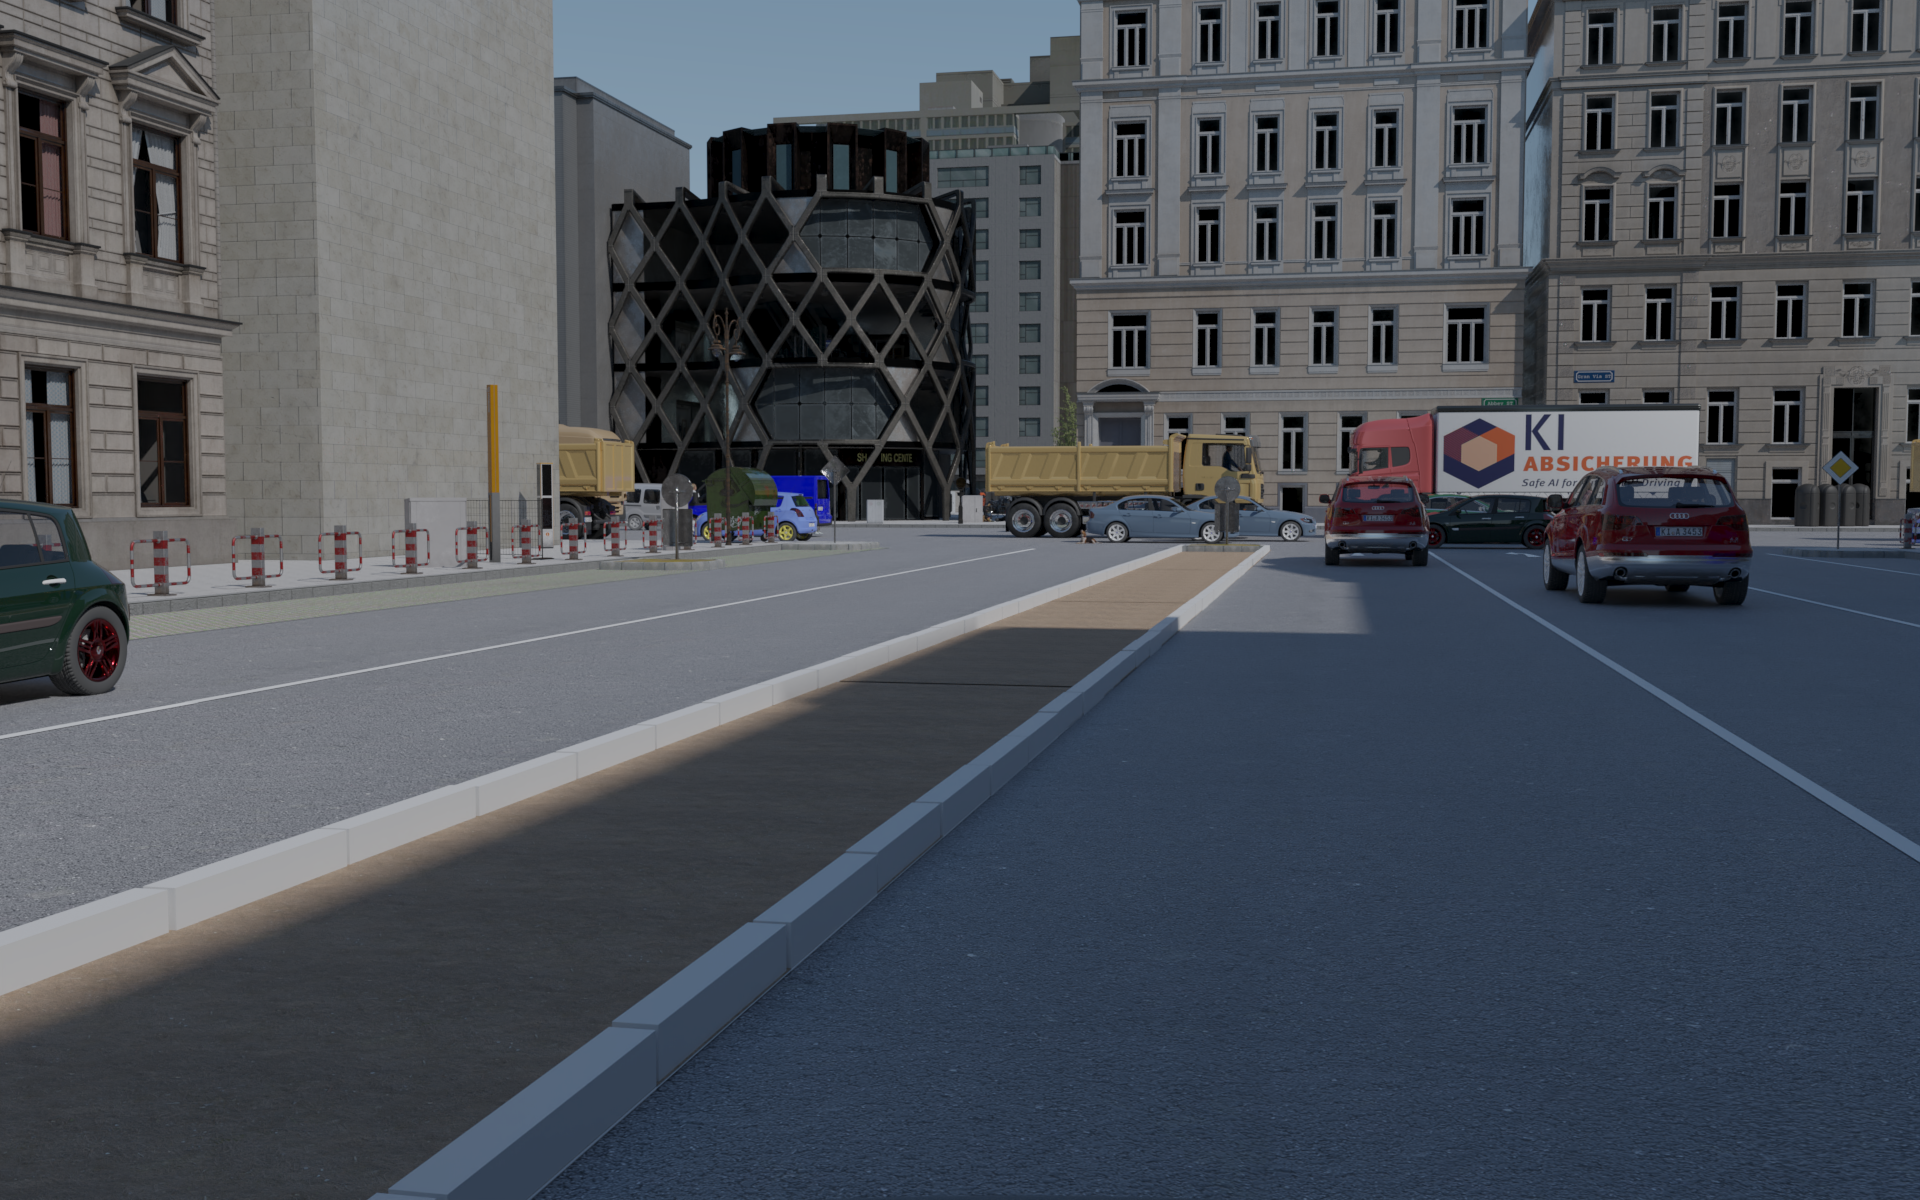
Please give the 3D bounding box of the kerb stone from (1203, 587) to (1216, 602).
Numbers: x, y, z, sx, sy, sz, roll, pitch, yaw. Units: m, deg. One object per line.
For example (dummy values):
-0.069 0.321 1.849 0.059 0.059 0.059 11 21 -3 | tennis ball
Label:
3.241 -0.036 22.790 0.120 0.150 1.000 1 4 12 | kerb stone

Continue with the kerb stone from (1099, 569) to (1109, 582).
2.271 -0.370 28.264 0.120 0.150 1.000 1 4 12 | kerb stone

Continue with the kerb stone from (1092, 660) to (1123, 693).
1.061 0.583 12.733 0.120 0.150 1.000 1 4 12 | kerb stone

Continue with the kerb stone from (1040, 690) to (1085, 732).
0.627 0.702 10.719 0.120 0.150 1.000 1 4 12 | kerb stone

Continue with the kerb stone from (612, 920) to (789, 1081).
-0.682 1.071 4.690 0.120 0.150 1.000 1 4 12 | kerb stone

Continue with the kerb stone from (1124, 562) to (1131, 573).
2.924 -0.555 31.276 0.120 0.150 1.000 1 4 12 | kerb stone

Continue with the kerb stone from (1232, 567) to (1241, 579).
4.548 -0.407 28.847 0.120 0.150 1.000 1 4 12 | kerb stone

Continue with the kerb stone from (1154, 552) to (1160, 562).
4.019 -0.860 36.301 0.120 0.150 1.000 1 4 12 | kerb stone

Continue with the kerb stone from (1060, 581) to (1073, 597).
1.409 -0.126 24.251 0.120 0.150 1.000 1 4 12 | kerb stone

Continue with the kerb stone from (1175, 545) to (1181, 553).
5.099 -1.170 41.327 0.120 0.150 1.000 1 4 12 | kerb stone

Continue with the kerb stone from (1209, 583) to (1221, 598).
3.460 -0.098 23.792 0.120 0.150 1.000 1 4 12 | kerb stone

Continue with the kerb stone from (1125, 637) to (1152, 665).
1.499 0.455 14.749 0.120 0.150 1.000 1 4 12 | kerb stone

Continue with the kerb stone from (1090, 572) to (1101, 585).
2.059 -0.310 27.259 0.120 0.150 1.000 1 4 12 | kerb stone

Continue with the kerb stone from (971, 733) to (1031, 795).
0.197 0.828 8.713 0.120 0.150 1.000 1 4 12 | kerb stone

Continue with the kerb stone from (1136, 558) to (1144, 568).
3.366 -0.678 33.284 0.120 0.150 1.000 1 4 12 | kerb stone

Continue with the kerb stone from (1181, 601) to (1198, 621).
2.583 0.148 19.771 0.120 0.150 1.000 1 4 12 | kerb stone

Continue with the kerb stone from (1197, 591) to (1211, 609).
3.026 0.026 21.775 0.120 0.150 1.000 1 4 12 | kerb stone

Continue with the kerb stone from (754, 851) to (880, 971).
-0.459 1.010 5.693 0.120 0.150 1.000 1 4 12 | kerb stone

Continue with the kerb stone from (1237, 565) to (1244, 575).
4.768 -0.468 29.850 0.120 0.150 1.000 1 4 12 | kerb stone

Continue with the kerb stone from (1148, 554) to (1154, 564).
3.801 -0.798 35.299 0.120 0.150 1.000 1 4 12 | kerb stone

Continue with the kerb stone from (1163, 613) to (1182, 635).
2.150 0.271 17.766 0.120 0.150 1.000 1 4 12 | kerb stone

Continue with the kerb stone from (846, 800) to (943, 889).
-0.247 0.947 6.705 0.120 0.150 1.000 1 4 12 | kerb stone

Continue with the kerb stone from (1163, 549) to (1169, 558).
4.452 -0.986 38.314 0.120 0.150 1.000 1 4 12 | kerb stone

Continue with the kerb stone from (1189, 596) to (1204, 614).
2.803 0.087 20.773 0.120 0.150 1.000 1 4 12 | kerb stone

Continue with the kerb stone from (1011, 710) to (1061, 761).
0.412 0.769 9.716 0.120 0.150 1.000 1 4 12 | kerb stone

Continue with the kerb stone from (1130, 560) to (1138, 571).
3.146 -0.617 32.277 0.120 0.150 1.000 1 4 12 | kerb stone

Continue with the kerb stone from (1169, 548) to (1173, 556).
4.671 -1.046 39.316 0.120 0.150 1.000 1 4 12 | kerb stone

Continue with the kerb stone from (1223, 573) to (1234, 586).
4.112 -0.283 26.826 0.120 0.150 1.000 1 4 12 | kerb stone

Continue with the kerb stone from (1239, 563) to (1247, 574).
4.989 -0.522 30.855 0.120 0.150 1.000 1 4 12 | kerb stone

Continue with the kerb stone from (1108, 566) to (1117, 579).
2.491 -0.433 29.268 0.120 0.150 1.000 1 4 12 | kerb stone

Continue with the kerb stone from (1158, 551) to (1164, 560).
4.238 -0.924 37.308 0.120 0.150 1.000 1 4 12 | kerb stone

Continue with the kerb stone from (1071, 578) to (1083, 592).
1.627 -0.187 25.254 0.120 0.150 1.000 1 4 12 | kerb stone

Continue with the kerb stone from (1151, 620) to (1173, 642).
1.931 0.333 16.755 0.120 0.150 1.000 1 4 12 | kerb stone

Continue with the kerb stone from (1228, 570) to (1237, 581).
4.329 -0.345 27.833 0.120 0.150 1.000 1 4 12 | kerb stone

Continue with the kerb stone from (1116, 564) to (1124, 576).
2.707 -0.494 30.273 0.120 0.150 1.000 1 4 12 | kerb stone

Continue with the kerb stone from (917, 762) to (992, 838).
-0.023 0.886 7.711 0.120 0.150 1.000 1 4 12 | kerb stone

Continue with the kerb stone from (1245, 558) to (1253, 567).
5.426 -0.653 32.882 0.120 0.150 1.000 1 4 12 | kerb stone

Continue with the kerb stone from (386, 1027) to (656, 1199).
-0.894 1.136 3.685 0.120 0.150 1.000 1 4 12 | kerb stone

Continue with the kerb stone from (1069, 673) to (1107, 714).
0.851 0.641 11.728 0.120 0.150 1.000 1 4 12 | kerb stone

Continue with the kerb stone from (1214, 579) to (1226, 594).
3.677 -0.160 24.806 0.120 0.150 1.000 1 4 12 | kerb stone

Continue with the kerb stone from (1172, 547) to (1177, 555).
4.883 -1.105 40.324 0.120 0.150 1.000 1 4 12 | kerb stone

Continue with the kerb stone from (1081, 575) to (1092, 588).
1.833 -0.246 26.259 0.120 0.150 1.000 1 4 12 | kerb stone

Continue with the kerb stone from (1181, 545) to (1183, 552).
5.323 -1.231 42.328 0.120 0.150 1.000 1 4 12 | kerb stone

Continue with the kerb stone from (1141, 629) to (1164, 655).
1.723 0.397 15.751 0.120 0.150 1.000 1 4 12 | kerb stone

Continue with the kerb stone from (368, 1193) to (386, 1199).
-1.117 1.193 2.683 0.120 0.150 1.000 1 4 12 | kerb stone

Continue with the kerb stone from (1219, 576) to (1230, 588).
3.894 -0.221 25.816 0.120 0.150 1.000 1 4 12 | kerb stone

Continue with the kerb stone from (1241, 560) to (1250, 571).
5.203 -0.591 31.866 0.120 0.150 1.000 1 4 12 | kerb stone

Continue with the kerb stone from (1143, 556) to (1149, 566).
3.584 -0.739 34.293 0.120 0.150 1.000 1 4 12 | kerb stone

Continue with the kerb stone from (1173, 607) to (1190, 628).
2.368 0.210 18.768 0.120 0.150 1.000 1 4 12 | kerb stone

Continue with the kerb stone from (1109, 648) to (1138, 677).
1.273 0.525 13.740 0.120 0.150 1.000 1 4 12 | kerb stone
